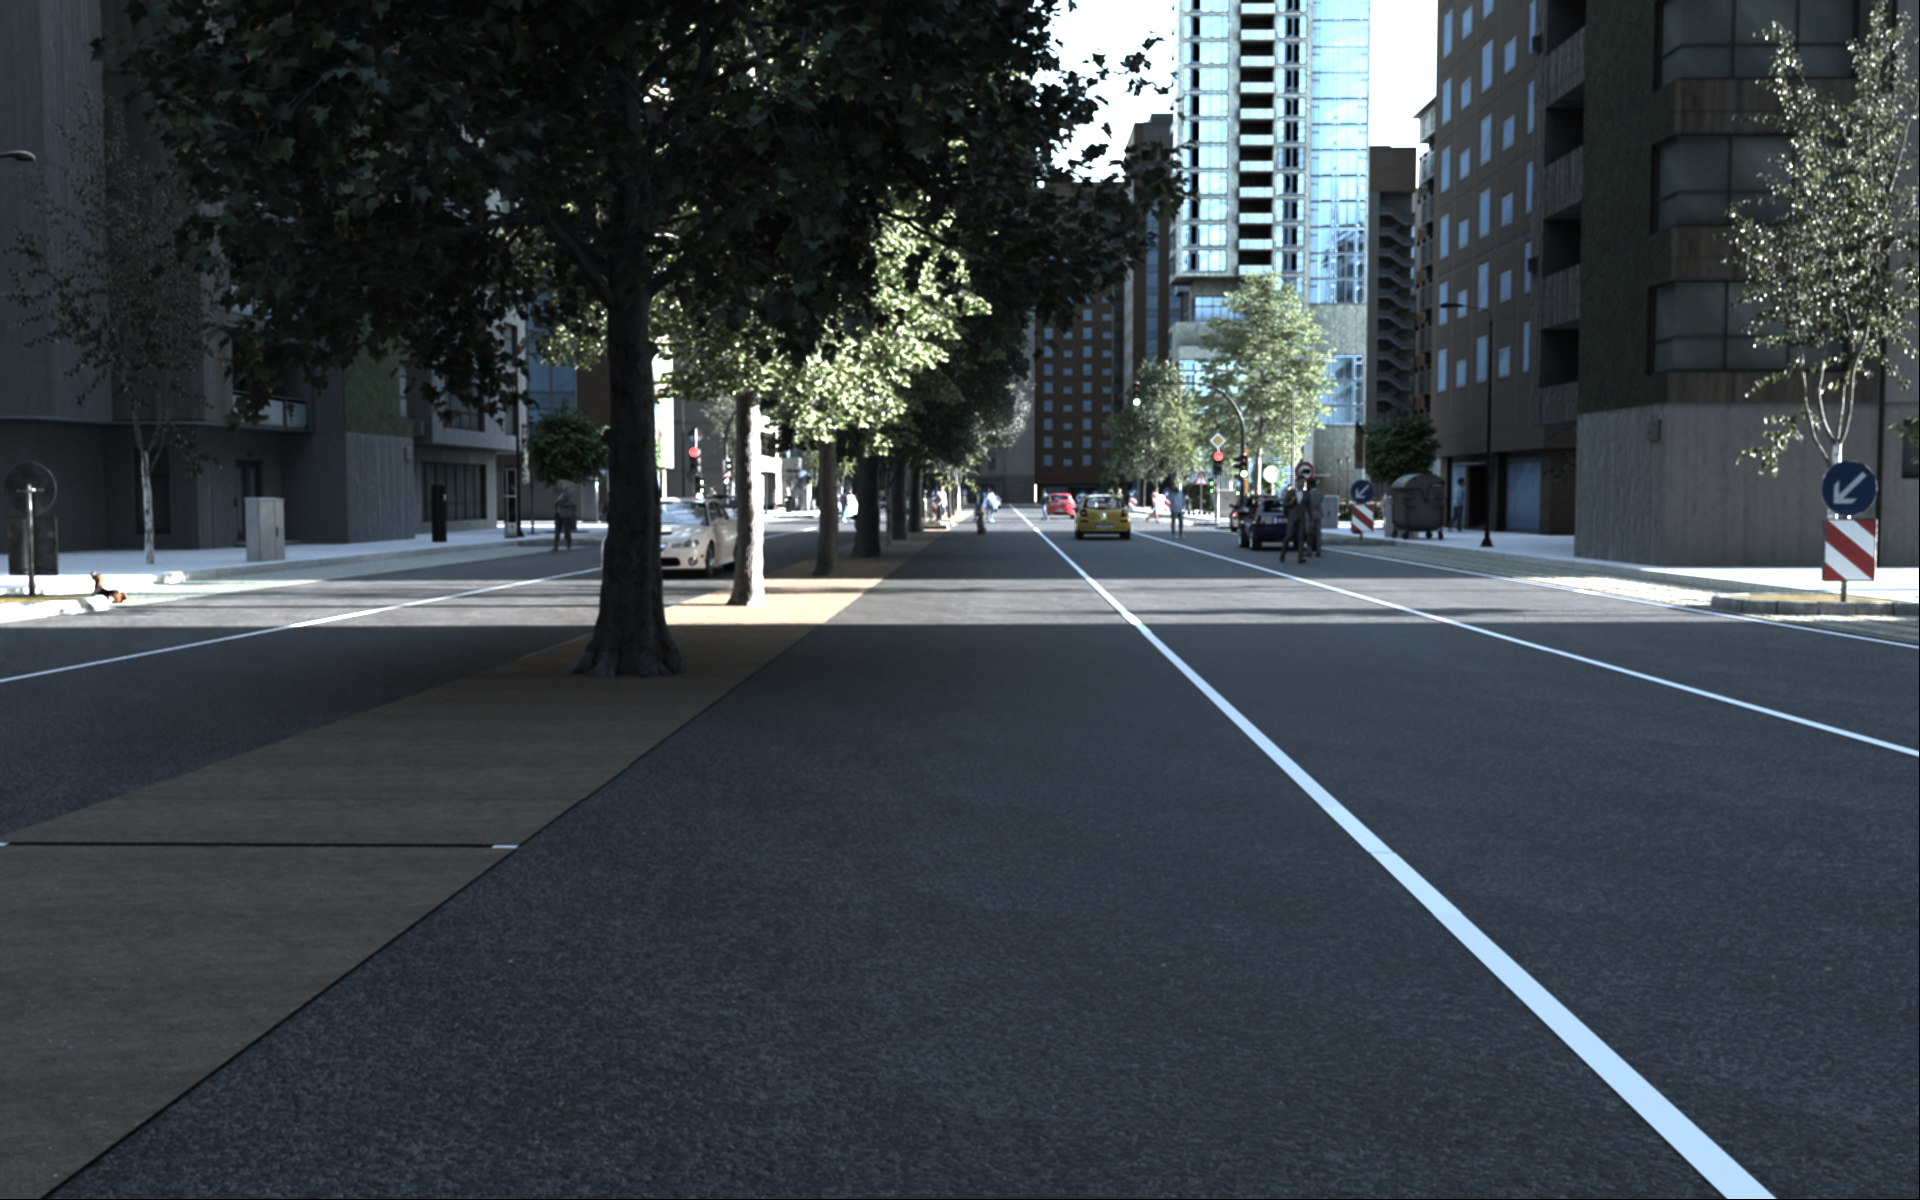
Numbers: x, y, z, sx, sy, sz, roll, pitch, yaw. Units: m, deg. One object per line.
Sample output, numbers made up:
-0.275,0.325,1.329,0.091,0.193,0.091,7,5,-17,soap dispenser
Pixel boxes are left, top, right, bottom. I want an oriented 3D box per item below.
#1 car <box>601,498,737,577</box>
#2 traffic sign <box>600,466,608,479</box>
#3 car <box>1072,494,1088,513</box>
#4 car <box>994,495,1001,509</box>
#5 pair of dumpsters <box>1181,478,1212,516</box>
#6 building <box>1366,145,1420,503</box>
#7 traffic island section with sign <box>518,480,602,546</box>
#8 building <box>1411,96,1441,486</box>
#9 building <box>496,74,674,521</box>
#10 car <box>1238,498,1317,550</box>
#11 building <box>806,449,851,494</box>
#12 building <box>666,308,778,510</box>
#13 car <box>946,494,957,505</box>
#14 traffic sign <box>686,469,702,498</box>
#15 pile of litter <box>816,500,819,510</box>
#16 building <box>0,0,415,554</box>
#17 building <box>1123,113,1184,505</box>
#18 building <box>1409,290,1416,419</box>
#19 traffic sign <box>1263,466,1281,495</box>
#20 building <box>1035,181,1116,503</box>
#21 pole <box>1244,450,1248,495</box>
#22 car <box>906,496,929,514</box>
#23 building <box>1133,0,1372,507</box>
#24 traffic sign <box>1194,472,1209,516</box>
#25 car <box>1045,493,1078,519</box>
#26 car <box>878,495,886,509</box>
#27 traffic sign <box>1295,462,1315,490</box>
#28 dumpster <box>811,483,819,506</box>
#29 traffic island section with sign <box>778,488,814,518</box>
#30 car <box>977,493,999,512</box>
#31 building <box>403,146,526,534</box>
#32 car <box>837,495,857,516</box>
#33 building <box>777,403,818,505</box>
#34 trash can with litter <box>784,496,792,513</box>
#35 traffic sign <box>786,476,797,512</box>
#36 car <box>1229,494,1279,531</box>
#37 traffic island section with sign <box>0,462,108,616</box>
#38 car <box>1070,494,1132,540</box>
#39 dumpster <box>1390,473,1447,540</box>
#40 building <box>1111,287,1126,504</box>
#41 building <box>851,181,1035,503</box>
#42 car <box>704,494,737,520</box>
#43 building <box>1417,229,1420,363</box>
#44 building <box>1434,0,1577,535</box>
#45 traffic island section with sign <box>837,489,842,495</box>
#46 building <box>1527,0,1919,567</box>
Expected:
-5.152,-1.161,31.346,2.083,1.381,4.827,0,4,2,car
-12.855,-3.880,63.174,0.795,2.593,0.064,0,4,3,traffic sign
9.453,-7.299,131.344,2.014,1.417,4.499,0,4,2,car
3.109,-9.777,172.223,2.083,1.381,4.827,0,4,0,car
14.328,-6.255,104.769,1.574,2.255,4.437,0,4,1,pair of dumpsters
48.458,-34.768,218.560,14.200,45.320,14.600,0,4,1,building
-11.018,-2.409,48.019,1.989,1.847,2.006,0,4,1,traffic island section with sign
69.533,-38.017,210.818,27.495,52.752,28.713,0,4,1,building
-22.905,-26.762,87.670,14.600,45.320,14.200,0,4,1,building
8.325,-2.006,45.379,1.945,1.354,3.894,0,4,3,car
-26.609,-38.128,212.635,27.495,52.752,28.713,0,4,1,building
-25.506,-30.801,127.295,21.300,48.544,21.600,0,4,1,building
-1.150,-13.079,225.848,2.014,1.417,4.499,0,4,3,car
-12.753,-5.075,83.084,0.768,2.556,0.104,1,4,8,traffic sign
-11.426,-7.613,138.434,1.176,0.858,1.719,-1,4,-13,pile of litter
-22.789,-21.904,41.731,14.154,41.232,14.086,0,4,1,building
26.764,-33.890,204.215,14.600,45.320,14.200,0,4,1,building
55.906,-28.976,245.460,14.107,30.474,14.160,0,4,1,building
13.911,-4.721,77.292,0.768,2.556,0.104,0,4,7,traffic sign
17.784,-36.479,246.550,14.200,45.320,14.600,0,4,1,building
13.092,-5.225,79.275,0.158,3.312,0.155,0,3,0,pole
-2.937,-6.887,121.392,1.959,1.807,4.718,0,4,3,car
30.591,-53.061,180.223,22.319,86.520,31.000,0,4,1,building
14.202,-6.243,102.083,0.884,2.594,0.081,0,4,2,traffic sign
5.798,-5.635,101.169,2.155,1.783,4.494,0,4,3,car
-6.704,-8.085,144.772,1.945,1.354,3.894,0,4,2,car
13.780,-4.230,69.267,0.768,2.556,0.104,0,4,4,traffic sign
-11.368,-8.433,140.371,1.502,2.255,1.985,0,4,1,dumpster
-9.793,-5.808,103.596,1.989,1.847,2.006,0,4,1,traffic island section with sign
2.152,-7.917,139.035,1.945,1.707,3.694,0,4,1,car
-23.287,-17.669,60.594,14.107,30.474,14.160,0,4,1,building
-6.969,-5.569,103.408,2.083,1.381,4.827,0,4,0,car
-26.092,-33.619,169.279,23.786,49.044,30.456,0,4,1,building
-11.882,-6.604,119.367,0.624,1.170,1.055,-1,4,-11,trash can with litter
-11.837,-7.451,121.926,0.768,2.556,0.104,0,4,4,traffic sign
11.186,-3.381,65.061,2.009,1.686,4.222,0,4,1,car
-11.610,-0.761,21.070,1.989,1.847,2.006,0,4,1,traffic island section with sign
4.587,-2.797,55.947,2.015,1.641,3.980,0,4,2,car
13.072,-2.668,49.376,1.264,1.857,1.865,0,4,1,dumpster
26.089,-27.375,219.276,14.160,30.474,14.107,0,4,1,building
-3.343,-43.300,249.961,28.212,58.520,21.231,0,4,1,building
-8.570,-3.207,62.217,2.009,1.686,4.222,0,4,1,car
70.069,-36.402,245.289,14.200,45.320,14.600,0,4,1,building
25.038,-25.012,59.060,14.600,45.320,14.200,0,4,1,building
-9.200,-7.457,130.545,1.989,1.847,2.006,0,4,1,traffic island section with sign
19.572,-16.183,36.288,14.160,30.474,14.107,0,4,1,building
